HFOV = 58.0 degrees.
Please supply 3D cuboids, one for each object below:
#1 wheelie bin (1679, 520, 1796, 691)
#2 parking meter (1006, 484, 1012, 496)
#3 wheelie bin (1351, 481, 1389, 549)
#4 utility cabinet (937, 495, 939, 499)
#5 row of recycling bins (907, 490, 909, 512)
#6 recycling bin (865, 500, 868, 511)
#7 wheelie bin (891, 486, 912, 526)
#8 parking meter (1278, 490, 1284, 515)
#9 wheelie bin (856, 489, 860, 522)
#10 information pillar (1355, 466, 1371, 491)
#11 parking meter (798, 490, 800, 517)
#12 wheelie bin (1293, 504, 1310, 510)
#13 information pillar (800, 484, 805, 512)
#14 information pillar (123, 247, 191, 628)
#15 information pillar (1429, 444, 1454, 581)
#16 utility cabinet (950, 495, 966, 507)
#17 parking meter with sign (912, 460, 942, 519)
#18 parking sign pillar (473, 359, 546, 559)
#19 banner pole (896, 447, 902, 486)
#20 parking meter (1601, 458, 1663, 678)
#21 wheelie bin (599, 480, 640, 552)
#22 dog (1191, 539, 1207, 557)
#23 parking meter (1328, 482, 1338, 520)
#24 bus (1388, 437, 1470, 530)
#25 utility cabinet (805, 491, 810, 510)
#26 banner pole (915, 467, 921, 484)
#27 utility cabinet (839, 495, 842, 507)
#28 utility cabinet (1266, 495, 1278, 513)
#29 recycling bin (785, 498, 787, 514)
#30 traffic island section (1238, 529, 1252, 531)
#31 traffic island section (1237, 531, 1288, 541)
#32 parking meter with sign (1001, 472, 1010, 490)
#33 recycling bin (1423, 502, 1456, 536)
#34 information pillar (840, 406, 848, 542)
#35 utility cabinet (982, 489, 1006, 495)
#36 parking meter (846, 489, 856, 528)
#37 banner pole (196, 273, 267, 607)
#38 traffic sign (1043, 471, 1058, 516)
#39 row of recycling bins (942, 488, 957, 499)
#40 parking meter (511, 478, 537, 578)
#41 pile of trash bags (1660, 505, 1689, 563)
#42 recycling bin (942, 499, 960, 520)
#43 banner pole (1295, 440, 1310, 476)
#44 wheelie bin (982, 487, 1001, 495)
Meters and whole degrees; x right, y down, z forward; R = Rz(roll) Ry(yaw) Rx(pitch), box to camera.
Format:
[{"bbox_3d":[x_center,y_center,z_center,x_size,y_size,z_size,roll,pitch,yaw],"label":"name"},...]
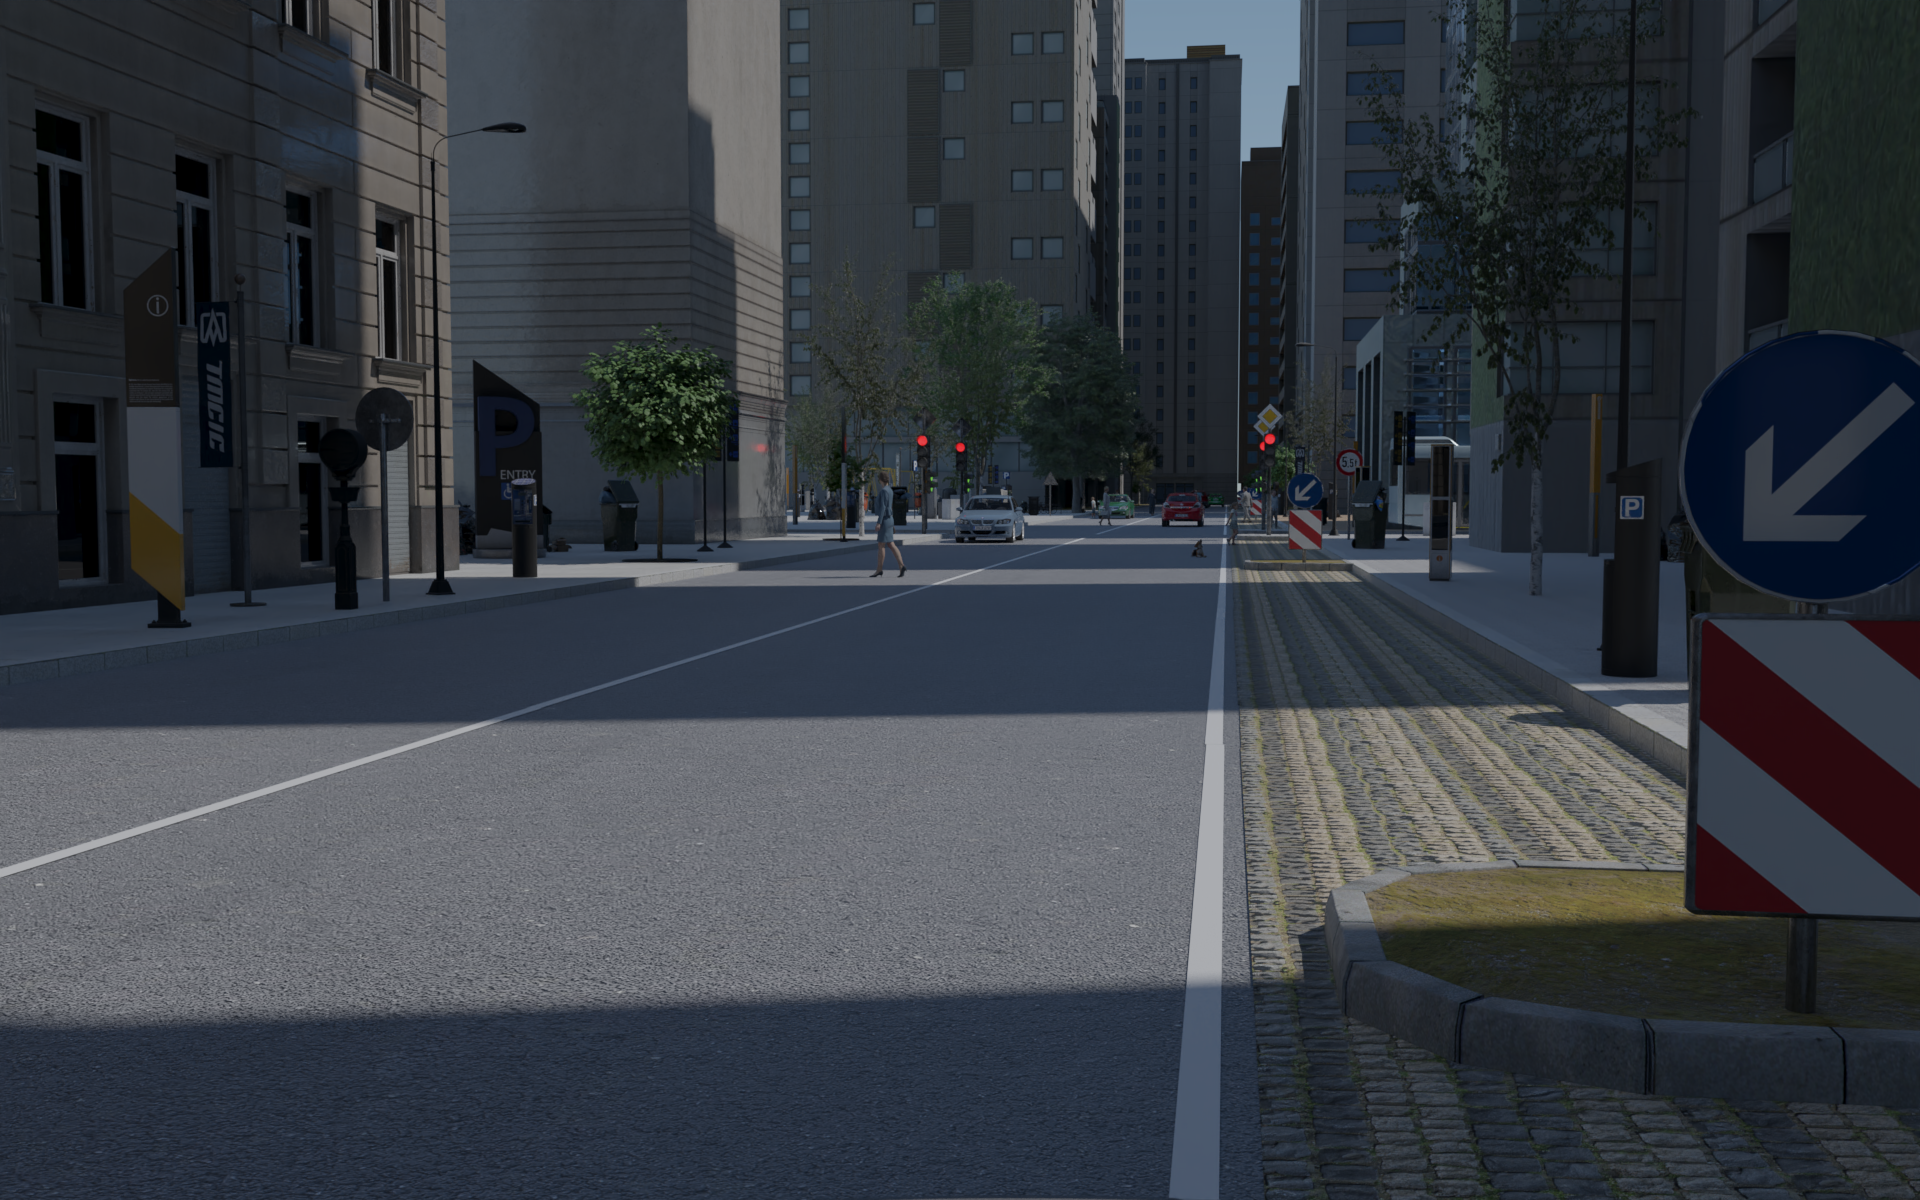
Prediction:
[{"bbox_3d":[4.935,-0.187,10.971,0.693,1.594,0.980,1,4,12],"label":"wheelie bin"},{"bbox_3d":[2.914,-5.962,103.190,0.255,1.863,0.399,-2,4,-24],"label":"parking meter"},{"bbox_3d":[9.619,-2.005,40.685,0.693,1.594,0.980,-3,5,-40],"label":"wheelie bin"},{"bbox_3d":[-2.145,-7.556,134.704,1.020,1.237,0.306,0,4,5],"label":"utility cabinet"},{"bbox_3d":[-4.109,-6.945,120.663,1.069,1.692,3.534,0,4,3],"label":"row of recycling bins"},{"bbox_3d":[-7.281,-7.118,128.930,0.722,1.027,0.722,-2,4,-29],"label":"recycling bin"},{"bbox_3d":[-2.452,-3.833,70.577,0.980,1.594,0.693,0,4,-5],"label":"wheelie bin"},{"bbox_3d":[20.059,-6.101,108.163,0.372,1.533,0.369,0,3,0],"label":"parking meter"},{"bbox_3d":[-4.728,-4.306,78.318,0.693,1.594,0.980,2,4,33],"label":"wheelie bin"},{"bbox_3d":[10.614,-2.520,45.688,0.304,2.012,0.304,-1,4,-20],"label":"information pillar"},{"bbox_3d":[-9.025,-5.341,95.728,0.372,1.533,0.369,0,3,0],"label":"parking meter"},{"bbox_3d":[14.589,-4.033,73.851,0.693,1.594,0.980,-1,4,-10],"label":"wheelie bin"},{"bbox_3d":[-11.410,-7.389,125.297,0.304,2.012,0.304,-2,4,-27],"label":"information pillar"},{"bbox_3d":[-7.679,-1.540,16.536,0.504,3.616,0.183,0,3,0],"label":"information pillar"},{"bbox_3d":[7.105,-1.289,25.561,0.304,2.012,0.304,1,4,21],"label":"information pillar"},{"bbox_3d":[-0.123,-6.349,114.972,1.020,1.237,0.306,0,4,8],"label":"utility cabinet"},{"bbox_3d":[-1.565,-5.693,89.347,1.738,3.016,0.543,1,4,19],"label":"parking meter with sign"},{"bbox_3d":[-9.091,-2.837,34.853,1.447,3.967,1.447,-1,4,-20],"label":"parking sign pillar"},{"bbox_3d":[-3.293,-6.312,93.222,0.401,3.779,0.863,-2,4,-25],"label":"banner pole"},{"bbox_3d":[4.738,-0.233,12.219,0.372,1.533,0.369,0,3,0],"label":"parking meter"},{"bbox_3d":[-7.669,-1.891,38.825,0.693,1.594,0.980,3,4,36],"label":"wheelie bin"},{"bbox_3d":[5.505,-1.180,39.479,0.550,0.427,0.748,3,4,36],"label":"dog"},{"bbox_3d":[18.564,-4.925,86.230,0.399,1.863,0.255,3,4,38],"label":"parking meter"},{"bbox_3d":[20.696,-3.718,55.650,13.247,3.499,2.948,0,4,7],"label":"bus"},{"bbox_3d":[-12.057,-7.812,136.405,0.318,1.500,1.173,-1,4,-12],"label":"utility cabinet"},{"bbox_3d":[-3.181,-8.646,131.379,0.863,3.779,0.401,2,4,33],"label":"banner pole"},{"bbox_3d":[-8.406,-6.815,122.581,0.306,1.237,1.020,0,4,-5],"label":"utility cabinet"},{"bbox_3d":[21.312,-6.541,118.106,0.306,1.237,1.020,-2,4,-25],"label":"utility cabinet"},{"bbox_3d":[-11.581,-6.043,111.349,0.722,1.027,0.722,1,4,13],"label":"recycling bin"},{"bbox_3d":[10.855,-2.420,61.853,2.009,0.180,2.903,1,4,9],"label":"traffic island section"},{"bbox_3d":[9.638,-1.938,53.961,2.009,0.180,2.903,1,4,9],"label":"traffic island section"},{"bbox_3d":[3.502,-8.601,136.879,0.543,3.016,1.738,1,4,13],"label":"parking meter with sign"},{"bbox_3d":[14.770,-2.496,53.356,0.722,1.027,0.722,-2,4,-35],"label":"recycling bin"},{"bbox_3d":[-3.105,-3.368,46.414,0.183,3.616,0.504,0,4,2],"label":"information pillar"},{"bbox_3d":[1.440,-4.460,81.599,1.173,1.500,0.318,2,4,25],"label":"utility cabinet"},{"bbox_3d":[-4.093,-3.460,64.986,0.372,1.533,0.369,0,3,0],"label":"parking meter"},{"bbox_3d":[-8.388,-1.824,19.838,0.863,3.779,0.401,1,4,19],"label":"banner pole"},{"bbox_3d":[5.192,-6.093,99.617,0.884,2.594,0.081,1,4,13],"label":"traffic sign"},{"bbox_3d":[-0.754,-6.784,118.033,1.069,1.692,3.534,0,4,-3],"label":"row of recycling bins"},{"bbox_3d":[-6.711,-1.117,26.678,0.372,1.533,0.369,0,3,0],"label":"parking meter"},{"bbox_3d":[14.681,-1.444,33.356,3.447,1.369,1.912,-1,4,-13],"label":"pile of trash bags"},{"bbox_3d":[-0.415,-4.544,86.848,0.722,1.027,0.722,-3,4,-36],"label":"recycling bin"},{"bbox_3d":[15.968,-5.537,80.548,0.863,3.779,0.401,1,4,20],"label":"banner pole"},{"bbox_3d":[1.404,-4.102,74.974,0.980,1.594,0.693,-1,4,-9],"label":"wheelie bin"}]
